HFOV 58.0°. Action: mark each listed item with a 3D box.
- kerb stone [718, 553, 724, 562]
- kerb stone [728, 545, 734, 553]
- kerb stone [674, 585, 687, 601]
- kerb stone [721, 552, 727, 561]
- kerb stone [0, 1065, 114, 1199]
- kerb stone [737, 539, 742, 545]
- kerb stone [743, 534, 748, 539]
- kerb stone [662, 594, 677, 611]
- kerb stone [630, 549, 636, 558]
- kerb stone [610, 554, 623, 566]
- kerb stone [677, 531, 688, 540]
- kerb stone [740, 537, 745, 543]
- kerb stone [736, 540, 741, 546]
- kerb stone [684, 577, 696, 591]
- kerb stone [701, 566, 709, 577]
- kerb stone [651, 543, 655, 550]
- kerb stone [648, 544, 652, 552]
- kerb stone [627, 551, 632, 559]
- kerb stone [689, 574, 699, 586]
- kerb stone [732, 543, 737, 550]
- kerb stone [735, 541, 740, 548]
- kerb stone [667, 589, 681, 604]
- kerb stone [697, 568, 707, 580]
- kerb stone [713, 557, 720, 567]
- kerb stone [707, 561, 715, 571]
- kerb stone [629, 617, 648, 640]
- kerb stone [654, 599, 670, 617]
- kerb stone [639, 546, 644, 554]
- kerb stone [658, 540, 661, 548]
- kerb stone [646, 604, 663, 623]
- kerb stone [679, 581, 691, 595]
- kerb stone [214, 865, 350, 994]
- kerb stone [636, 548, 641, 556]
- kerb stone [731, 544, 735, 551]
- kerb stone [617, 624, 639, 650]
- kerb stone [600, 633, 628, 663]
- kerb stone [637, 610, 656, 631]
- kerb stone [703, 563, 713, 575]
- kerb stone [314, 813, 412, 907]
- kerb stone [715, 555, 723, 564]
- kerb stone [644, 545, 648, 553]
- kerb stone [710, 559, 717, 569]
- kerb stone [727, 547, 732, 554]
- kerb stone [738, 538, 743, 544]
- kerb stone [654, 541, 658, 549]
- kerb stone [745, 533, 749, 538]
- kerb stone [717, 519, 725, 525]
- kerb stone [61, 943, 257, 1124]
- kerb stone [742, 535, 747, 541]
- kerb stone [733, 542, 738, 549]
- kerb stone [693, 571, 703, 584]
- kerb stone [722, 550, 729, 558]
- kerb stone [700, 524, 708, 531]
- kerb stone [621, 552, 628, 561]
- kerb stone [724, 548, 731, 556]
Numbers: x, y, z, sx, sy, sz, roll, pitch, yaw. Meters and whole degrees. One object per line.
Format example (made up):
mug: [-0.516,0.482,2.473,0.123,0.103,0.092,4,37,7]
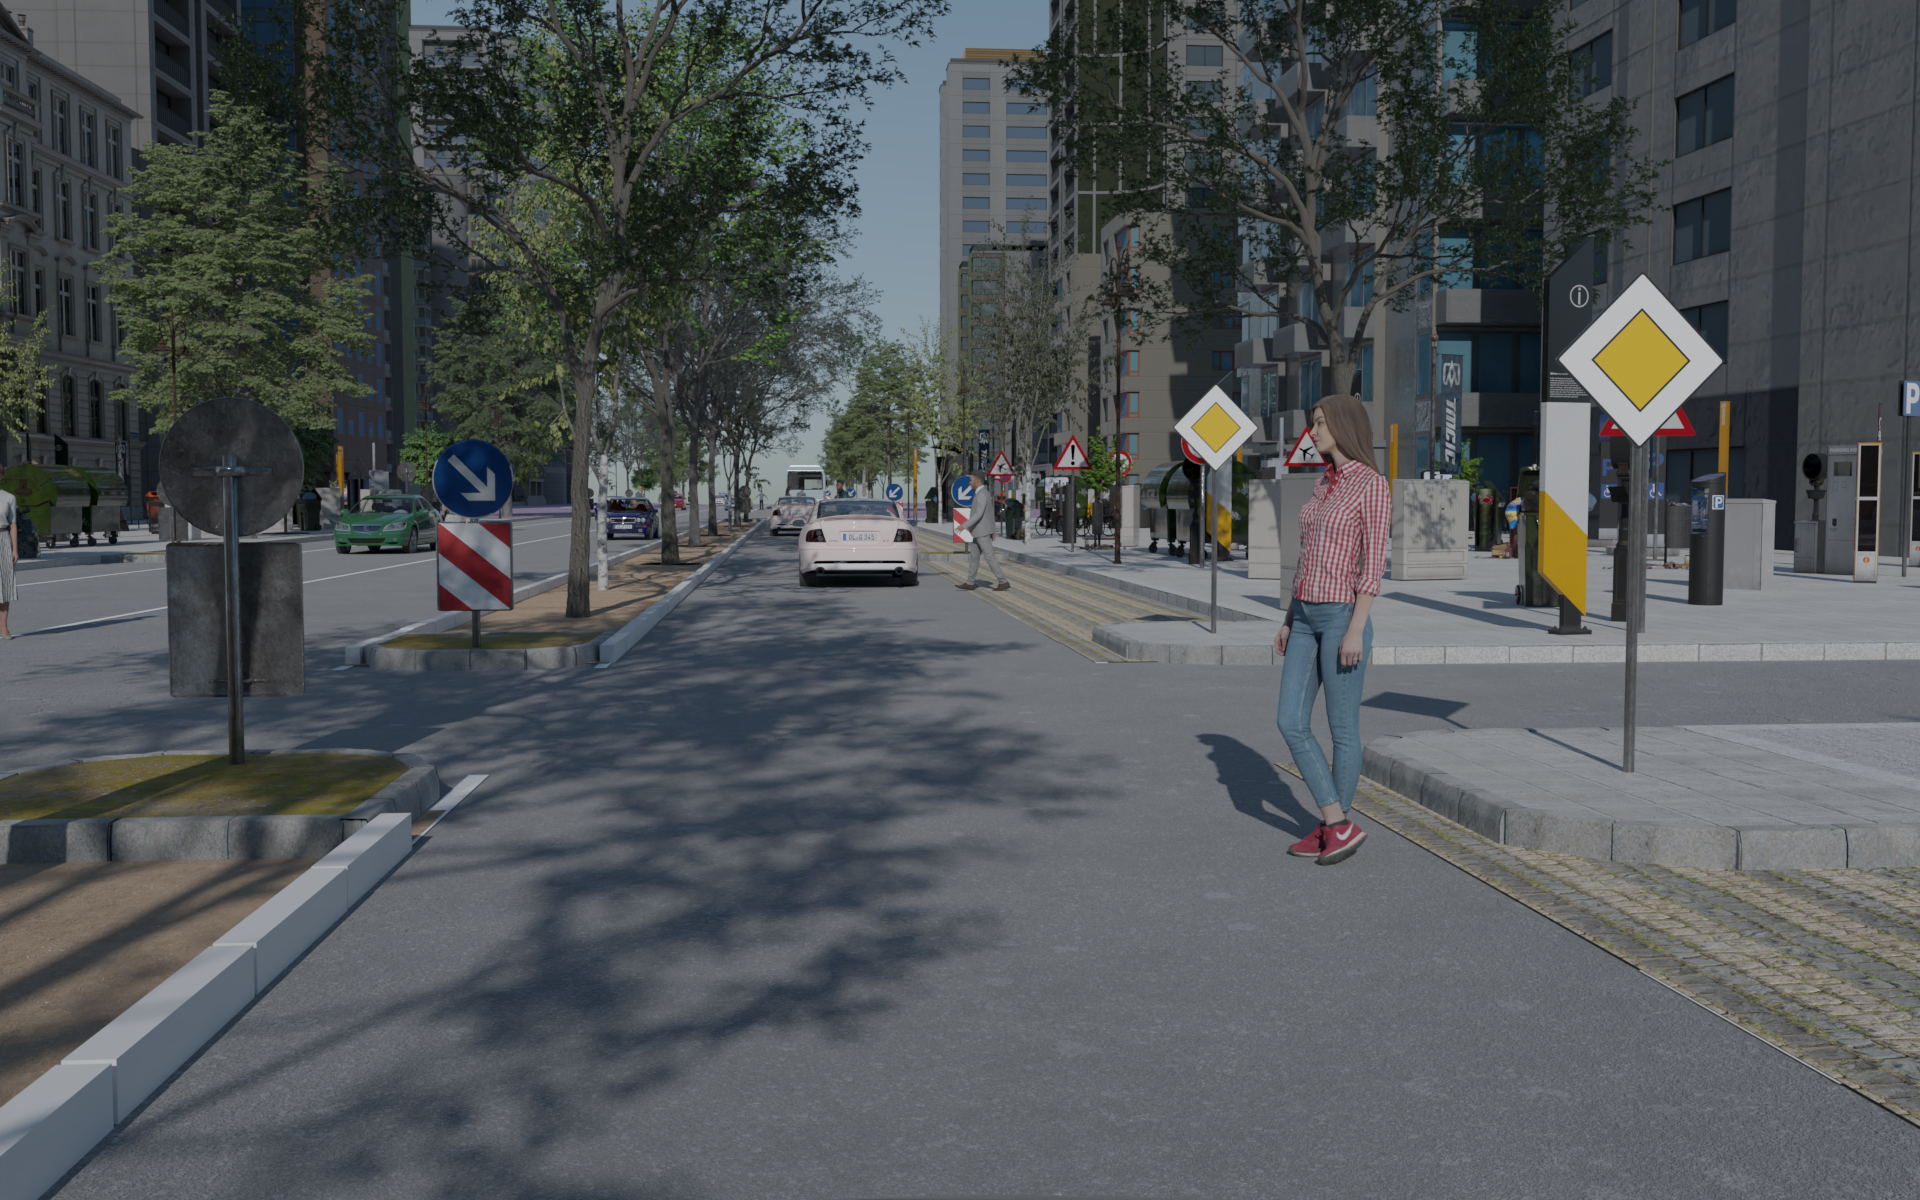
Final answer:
kerb stone: [-4.978,-0.821,35.615,0.120,0.150,1.000,0,4,-5]
kerb stone: [-5.453,-1.133,40.713,0.120,0.150,1.000,0,4,-5]
kerb stone: [-3.813,-0.072,23.368,0.120,0.150,1.000,0,4,-5]
kerb stone: [-5.066,-0.879,36.634,0.120,0.150,1.000,0,4,-5]
kerb stone: [-1.924,1.150,3.404,0.120,0.150,1.000,0,4,-5]
kerb stone: [-6.030,-1.506,46.823,0.120,0.150,1.000,0,4,-5]
kerb stone: [-6.515,-1.818,51.921,0.120,0.150,1.000,0,4,-5]
kerb stone: [-3.616,0.057,21.334,0.120,0.150,1.000,0,4,-5]
kerb stone: [-7.352,-0.996,38.478,0.120,0.150,1.000,0,4,-5]
kerb stone: [-7.065,-0.809,35.417,0.120,0.150,1.000,0,4,-5]
kerb stone: [-9.099,-2.120,56.855,0.120,0.150,1.000,0,4,-5]
kerb stone: [-6.222,-1.628,48.866,0.120,0.150,1.000,0,4,-5]
kerb stone: [-5.936,-1.443,45.806,0.120,0.150,1.000,0,4,-5]
kerb stone: [-4.004,-0.196,25.403,0.120,0.150,1.000,0,4,-5]
kerb stone: [-4.395,-0.444,29.478,0.120,0.150,1.000,0,4,-5]
kerb stone: [-7.831,-1.306,43.581,0.120,0.150,1.000,0,4,-5]
kerb stone: [-7.732,-1.242,42.564,0.120,0.150,1.000,0,4,-5]
kerb stone: [-7.259,-0.933,37.452,0.120,0.150,1.000,0,4,-5]
kerb stone: [-4.106,-0.259,26.425,0.120,0.150,1.000,0,4,-5]
kerb stone: [-5.651,-1.257,42.753,0.120,0.150,1.000,0,4,-5]
kerb stone: [-5.835,-1.382,44.789,0.120,0.150,1.000,0,4,-5]
kerb stone: [-3.724,-0.009,22.350,0.120,0.150,1.000,0,4,-5]
kerb stone: [-4.292,-0.383,28.461,0.120,0.150,1.000,0,4,-5]
kerb stone: [-4.781,-0.688,33.569,0.120,0.150,1.000,0,4,-5]
kerb stone: [-4.586,-0.571,31.524,0.120,0.150,1.000,0,4,-5]
kerb stone: [-3.234,0.304,17.249,0.120,0.150,1.000,0,4,-5]
kerb stone: [-3.527,0.119,20.312,0.120,0.150,1.000,0,4,-5]
kerb stone: [-7.547,-1.120,40.515,0.120,0.150,1.000,0,4,-5]
kerb stone: [-8.040,-1.430,45.622,0.120,0.150,1.000,0,4,-5]
kerb stone: [-3.433,0.177,19.294,0.120,0.150,1.000,0,4,-5]
kerb stone: [-3.909,-0.134,24.385,0.120,0.150,1.000,0,4,-5]
kerb stone: [-2.119,1.024,5.449,0.120,0.150,1.000,0,4,-5]
kerb stone: [-7.450,-1.058,39.495,0.120,0.150,1.000,0,4,-5]
kerb stone: [-5.553,-1.195,41.730,0.120,0.150,1.000,0,4,-5]
kerb stone: [-3.139,0.365,16.228,0.120,0.150,1.000,0,4,-5]
kerb stone: [-3.044,0.428,15.202,0.120,0.150,1.000,0,4,-5]
kerb stone: [-3.331,0.240,18.270,0.120,0.150,1.000,0,4,-5]
kerb stone: [-4.485,-0.505,30.496,0.120,0.150,1.000,0,4,-5]
kerb stone: [-2.219,0.962,6.466,0.120,0.150,1.000,0,4,-5]
kerb stone: [-4.871,-0.758,34.588,0.120,0.150,1.000,0,4,-5]
kerb stone: [-7.645,-1.178,41.533,0.120,0.150,1.000,0,4,-5]
kerb stone: [-4.689,-0.633,32.541,0.120,0.150,1.000,0,4,-5]
kerb stone: [-5.357,-1.067,39.686,0.120,0.150,1.000,0,4,-5]
kerb stone: [-6.128,-1.564,47.845,0.120,0.150,1.000,0,4,-5]
kerb stone: [-7.933,-1.368,44.605,0.120,0.150,1.000,0,4,-5]
kerb stone: [-6.612,-1.876,52.940,0.120,0.150,1.000,0,4,-5]
kerb stone: [-11.793,-3.865,85.393,0.120,0.150,1.000,0,4,-5]
kerb stone: [-2.021,1.087,4.426,0.120,0.150,1.000,0,4,-5]
kerb stone: [-6.422,-1.756,50.904,0.120,0.150,1.000,0,4,-5]
kerb stone: [-5.750,-1.320,43.770,0.120,0.150,1.000,0,4,-5]
kerb stone: [-4.202,-0.321,27.443,0.120,0.150,1.000,0,4,-5]
kerb stone: [-5.167,-0.935,37.651,0.120,0.150,1.000,0,4,-5]
kerb stone: [-10.345,-2.930,70.104,0.120,0.150,1.000,0,4,-5]
kerb stone: [-7.158,-0.869,36.435,0.120,0.150,1.000,0,4,-5]
kerb stone: [-5.256,-1.005,38.669,0.120,0.150,1.000,0,4,-5]
